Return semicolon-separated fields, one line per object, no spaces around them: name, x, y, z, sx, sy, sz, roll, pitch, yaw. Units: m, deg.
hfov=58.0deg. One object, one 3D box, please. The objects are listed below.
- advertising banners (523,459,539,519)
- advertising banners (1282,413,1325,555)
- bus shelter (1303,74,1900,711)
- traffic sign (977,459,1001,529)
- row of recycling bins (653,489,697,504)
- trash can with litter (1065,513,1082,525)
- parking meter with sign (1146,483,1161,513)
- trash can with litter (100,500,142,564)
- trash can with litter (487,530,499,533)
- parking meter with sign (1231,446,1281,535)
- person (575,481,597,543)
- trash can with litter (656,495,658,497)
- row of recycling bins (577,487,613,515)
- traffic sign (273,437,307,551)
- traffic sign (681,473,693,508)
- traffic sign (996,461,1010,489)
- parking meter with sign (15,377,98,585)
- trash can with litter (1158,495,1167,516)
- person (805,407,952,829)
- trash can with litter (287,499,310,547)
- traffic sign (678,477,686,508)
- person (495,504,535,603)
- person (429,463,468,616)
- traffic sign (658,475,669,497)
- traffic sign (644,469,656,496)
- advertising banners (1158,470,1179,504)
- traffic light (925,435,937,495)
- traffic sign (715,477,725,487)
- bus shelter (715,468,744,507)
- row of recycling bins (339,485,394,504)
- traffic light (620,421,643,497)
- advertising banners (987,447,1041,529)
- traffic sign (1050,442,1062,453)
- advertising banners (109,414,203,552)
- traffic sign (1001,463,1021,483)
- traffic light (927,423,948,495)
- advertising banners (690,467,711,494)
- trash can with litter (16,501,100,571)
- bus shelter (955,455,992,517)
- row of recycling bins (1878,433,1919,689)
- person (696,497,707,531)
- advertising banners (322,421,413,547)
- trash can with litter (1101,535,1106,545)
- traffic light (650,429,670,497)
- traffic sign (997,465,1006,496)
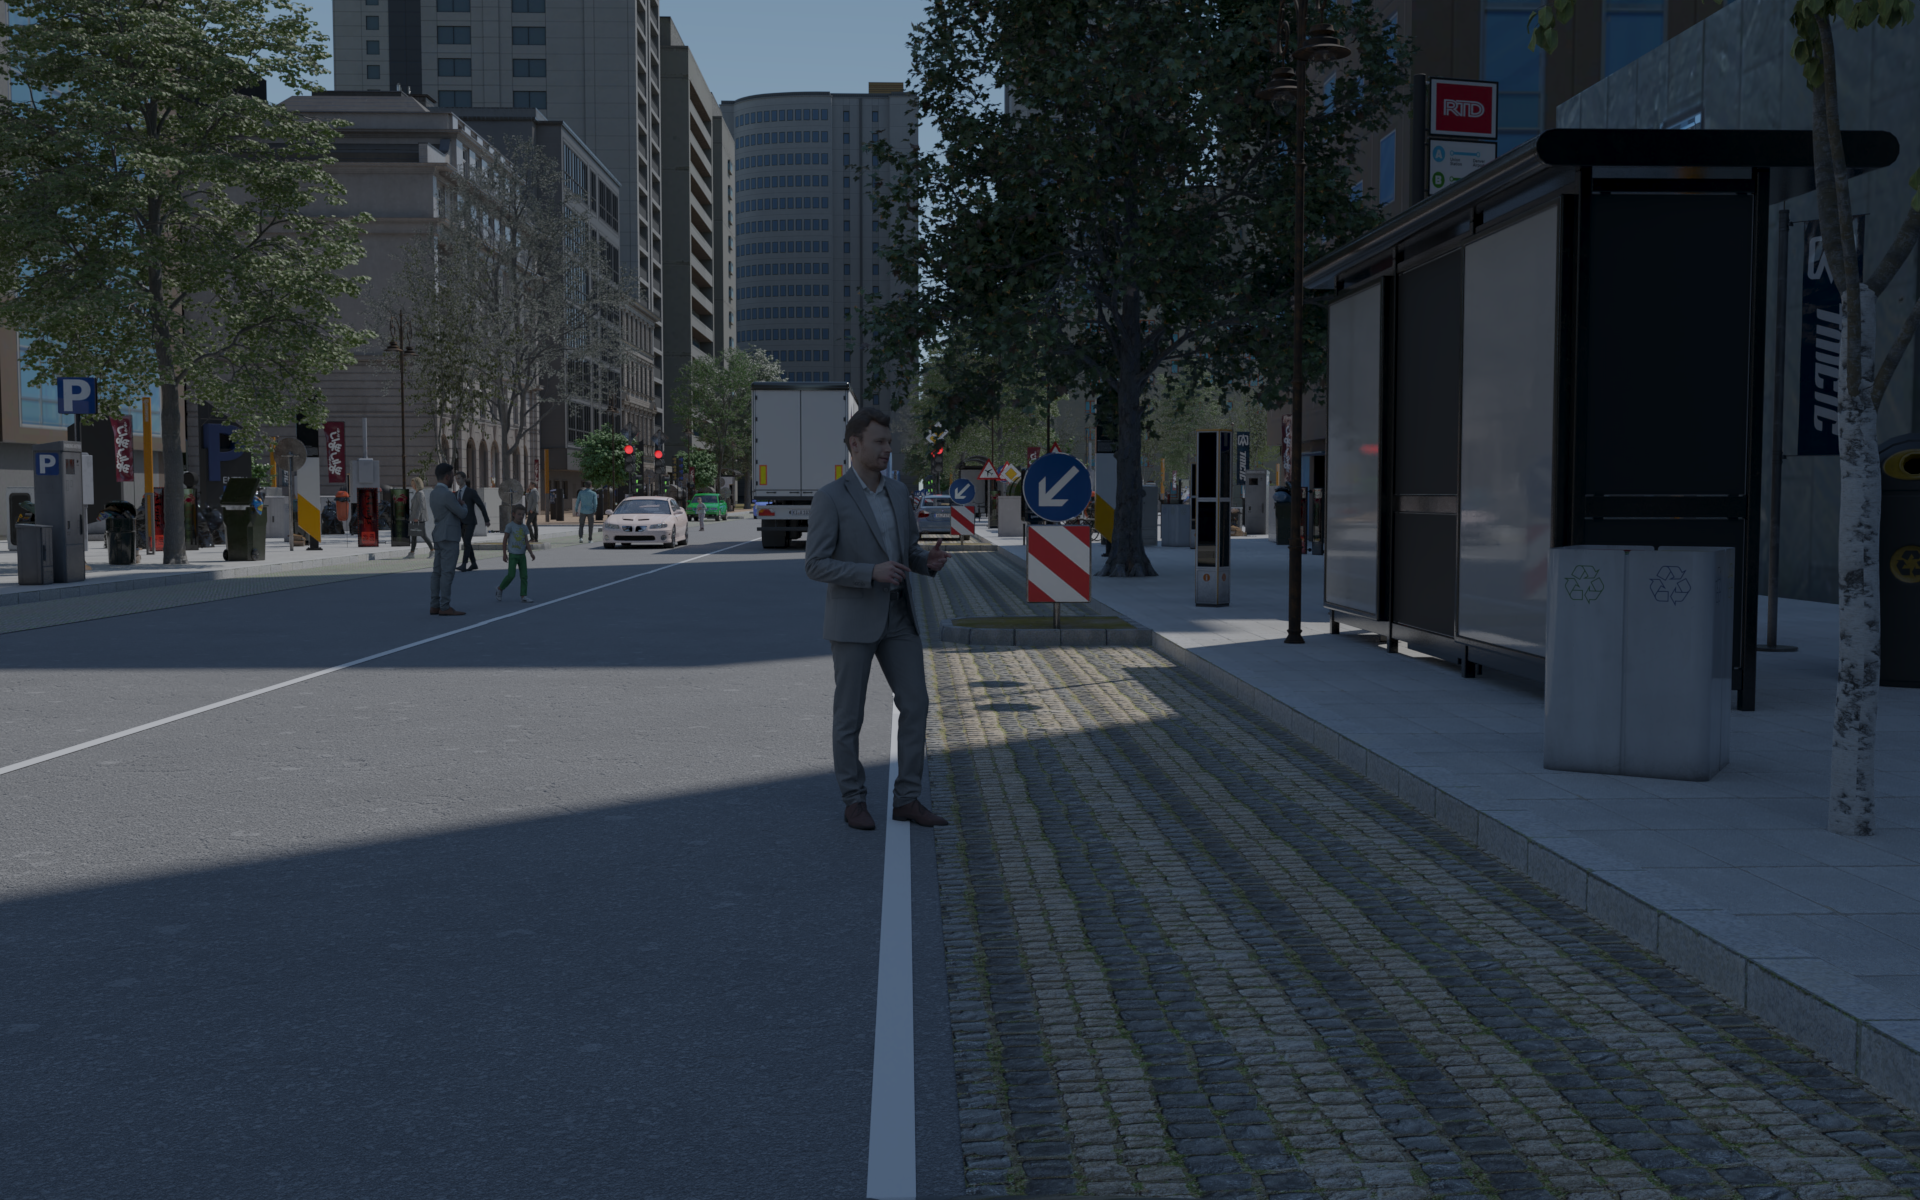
advertising banners;-21.733;-5.590;87.590;0.090;3.025;2.074;-3;4;-39
advertising banners;7.317;-2.495;36.980;0.090;3.025;2.074;-1;4;-15
bus shelter;4.233;-2.244;14.314;2.179;5.291;8.768;0;4;-2
traffic sign;1.054;-3.868;63.250;0.884;2.594;0.081;0;4;0
row of recycling bins;-21.920;-7.747;133.776;3.534;1.692;1.069;-1;4;-20
trash can with litter;3.826;-2.687;55.313;1.055;1.170;0.624;3;5;41
parking meter with sign;13.104;-7.520;119.205;1.738;3.016;0.543;1;4;11
trash can with litter;-15.331;-1.239;31.644;0.624;1.170;1.055;-1;4;-16
trash can with litter;-15.700;-2.791;56.686;2.233;1.210;1.678;-1;4;-14
parking meter with sign;9.379;-3.573;54.673;1.738;3.016;0.543;2;4;24
person;-10.904;-2.566;50.473;0.660;1.820;0.620;0;4;-4
trash can with litter;-21.063;-6.651;119.799;1.678;1.210;2.233;-1;4;-17
row of recycling bins;-22.526;-6.109;106.998;1.069;1.692;3.534;-3;5;-45
traffic sign;-15.072;-2.378;38.981;0.768;2.556;0.104;0;4;3
traffic sign;-16.709;-6.470;105.887;0.768;2.556;0.104;0;4;4
traffic sign;1.851;-4.156;67.948;0.884;2.594;0.081;0;4;7
parking meter with sign;-13.092;-1.762;25.076;0.543;3.016;1.738;0;4;-5
trash can with litter;11.710;-5.565;102.048;1.678;1.210;2.233;3;5;43
person;-0.324;0.080;7.397;0.583;1.804;0.606;3;5;43
trash can with litter;-16.213;-1.912;42.645;0.624;1.170;1.055;-1;4;-15
traffic sign;-17.142;-6.394;106.674;0.606;2.300;0.079;0;4;0
person;-5.899;-0.624;22.944;0.590;1.304;0.306;2;4;27
person;-6.042;-0.725;20.542;0.511;1.800;0.466;3;4;37
traffic sign;-15.663;-5.469;91.555;0.606;2.300;0.079;0;4;7
traffic sign;-16.037;-5.455;89.302;0.768;2.556;0.104;0;4;4
advertising banners;15.330;-8.052;127.831;2.074;3.025;0.090;-3;5;-41
traffic light;-1.108;-5.263;74.968;0.839;4.253;0.868;0;4;-2
traffic sign;-18.096;-7.987;130.698;0.768;2.556;0.104;0;4;-1
bus shelter;-18.417;-8.790;137.645;2.014;3.302;5.546;0;4;-2
row of recycling bins;-26.160;-4.235;76.353;1.069;1.692;3.534;1;4;15
traffic light;-12.656;-4.751;66.593;0.839;4.253;0.868;0;4;-2
advertising banners;1.990;-4.157;64.147;2.074;3.025;0.090;1;4;18
traffic sign;2.365;-2.630;43.003;0.884;2.594;0.081;0;4;4
advertising banners;-17.911;-2.594;38.607;0.090;3.025;2.074;3;4;36
traffic sign;1.912;-3.893;64.843;0.795;2.450;0.064;0;4;2
traffic light;-0.851;-4.775;66.987;0.839;4.253;0.868;0;4;-2
advertising banners;-16.443;-6.947;109.764;2.074;3.025;0.090;3;4;38
trash can with litter;-14.467;-0.996;27.676;1.055;1.170;0.624;0;4;-7
bus shelter;0.848;-6.050;92.849;2.014;3.302;5.546;0;4;-2
row of recycling bins;7.135;-0.212;10.579;1.069;1.692;3.534;-2;4;-28
person;-10.013;-3.317;67.012;0.425;1.301;0.394;0;4;6
advertising banners;-14.307;-2.795;41.887;2.074;3.025;0.090;-2;4;-25
trash can with litter;3.988;-1.969;43.576;1.055;1.170;0.624;-1;4;-12
traffic light;-12.913;-5.239;74.574;0.839;4.253;0.868;0;4;-2
traffic sign;1.977;-4.641;75.989;0.768;2.556;0.104;0;4;5
